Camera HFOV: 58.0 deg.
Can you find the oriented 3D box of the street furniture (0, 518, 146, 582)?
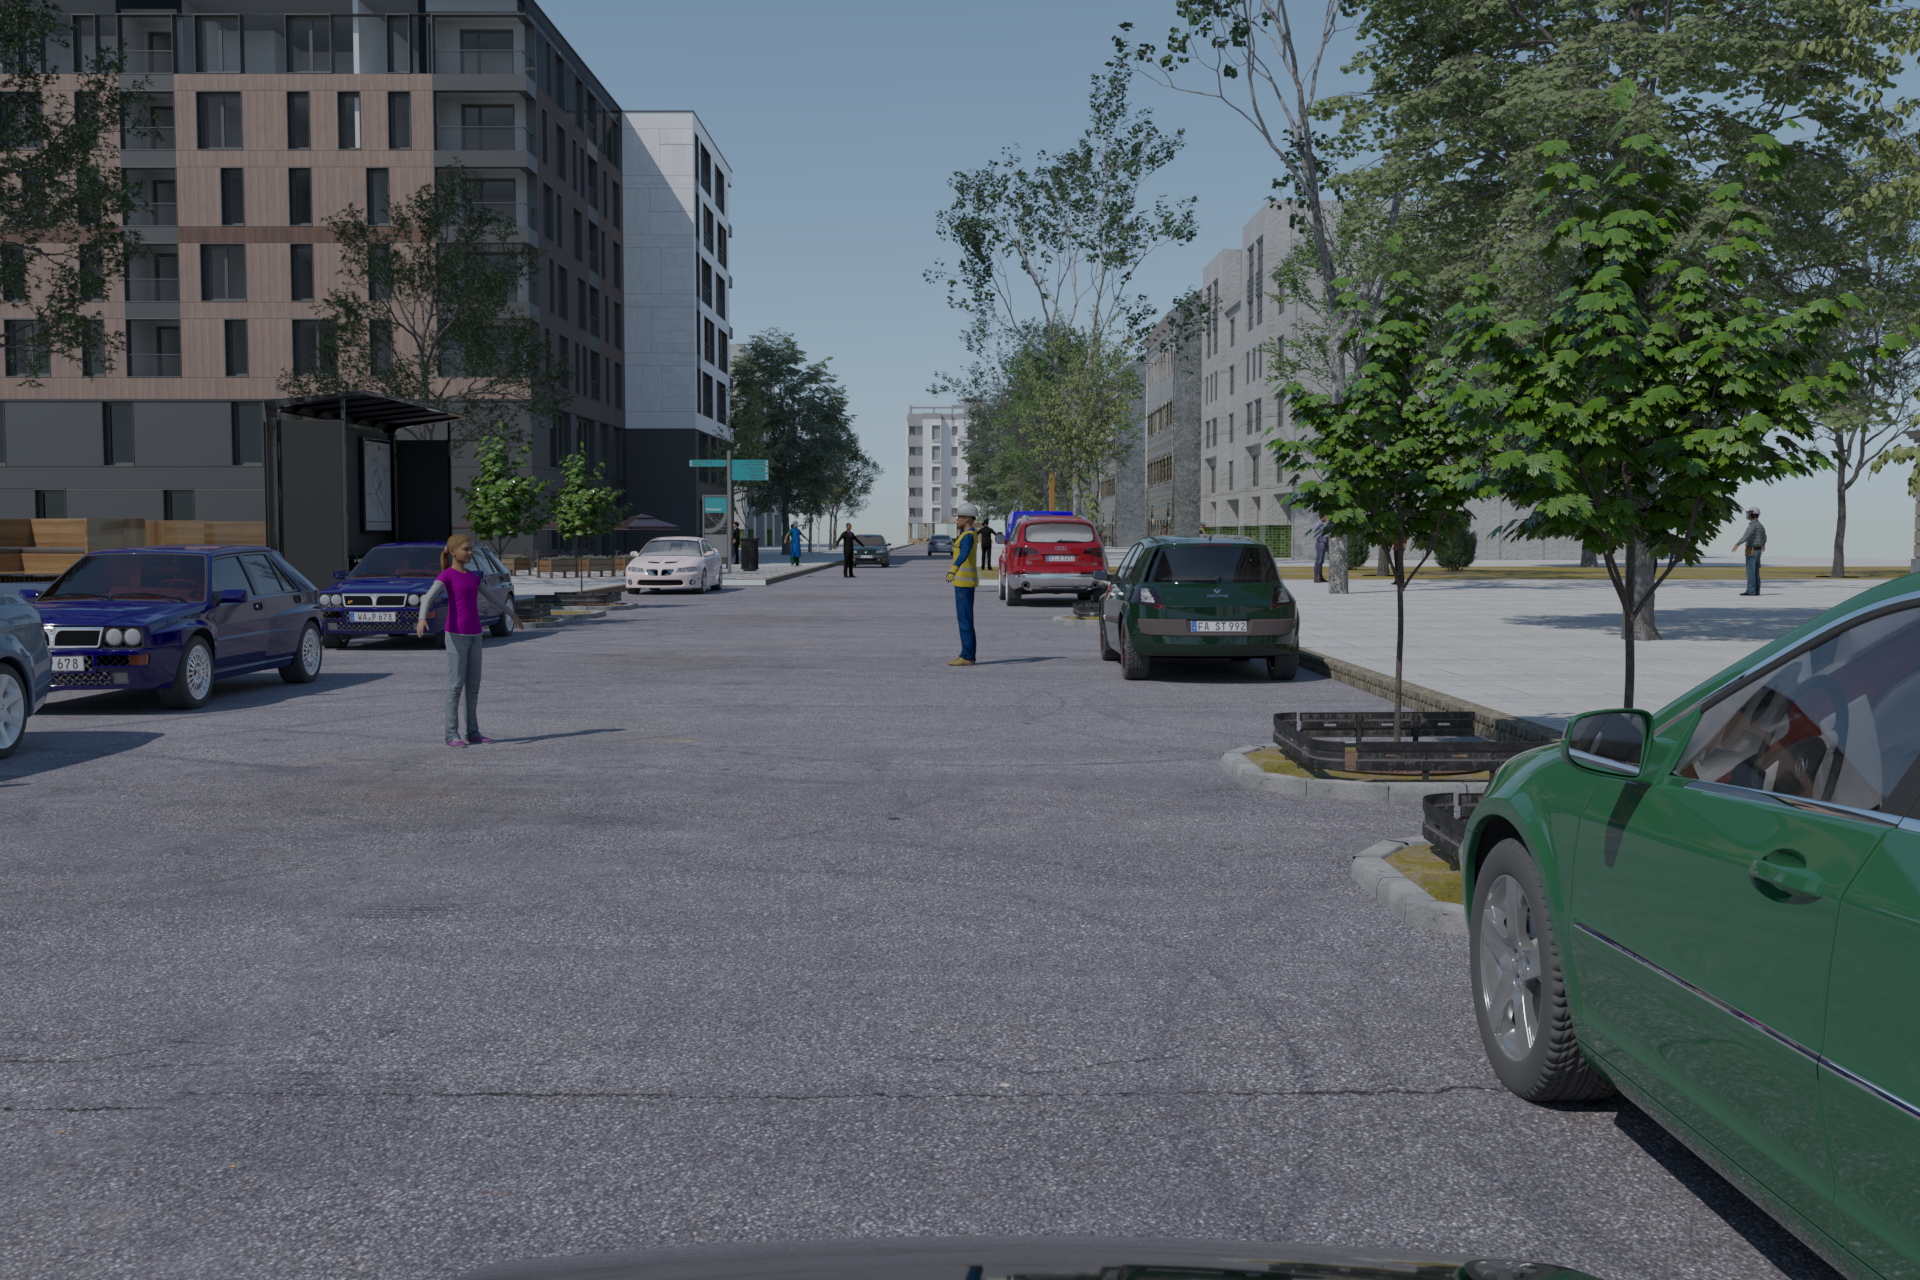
[{"bbox_3d":[-26.797,-2.648,50.143,11.010,1.723,9.812,2,4,26],"label":"street furniture"}]

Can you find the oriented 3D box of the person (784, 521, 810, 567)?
[{"bbox_3d":[-6.467,-3.805,68.336,0.704,1.817,1.347,3,5,42],"label":"person"}]

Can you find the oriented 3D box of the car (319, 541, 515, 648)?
[{"bbox_3d":[-7.145,-0.634,22.954,1.945,1.354,3.894,0,4,0],"label":"car"}]

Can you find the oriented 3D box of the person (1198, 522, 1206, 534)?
[{"bbox_3d":[10.683,-4.286,76.050,0.705,1.833,1.349,1,4,22],"label":"person"}]

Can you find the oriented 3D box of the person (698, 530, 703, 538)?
[{"bbox_3d":[-10.828,-4.141,73.841,0.704,1.812,1.346,2,4,33],"label":"person"}]

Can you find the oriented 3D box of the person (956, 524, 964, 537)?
[{"bbox_3d":[0.047,-2.106,42.663,0.705,1.856,1.354,0,4,2],"label":"person"}]

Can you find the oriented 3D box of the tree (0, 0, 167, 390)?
[{"bbox_3d":[-13.110,-5.260,20.419,7.601,10.594,8.767,-1,4,-14],"label":"tree"}]

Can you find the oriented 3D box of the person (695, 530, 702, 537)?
[{"bbox_3d":[-11.543,-4.460,78.775,1.347,1.847,0.705,1,4,10],"label":"person"}]

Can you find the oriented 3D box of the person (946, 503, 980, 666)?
[{"bbox_3d":[-0.016,-0.614,18.967,0.721,1.772,1.216,0,4,7],"label":"person"}]

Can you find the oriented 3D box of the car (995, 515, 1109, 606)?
[{"bbox_3d":[1.889,-1.671,35.988,2.281,1.827,5.304,0,4,-1],"label":"car"}]

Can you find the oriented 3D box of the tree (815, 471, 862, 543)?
[{"bbox_3d":[-16.932,-18.677,239.786,7.601,10.594,8.767,0,4,-2],"label":"tree"}]

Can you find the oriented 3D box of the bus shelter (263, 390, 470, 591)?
[{"bbox_3d":[-10.549,-2.448,31.315,1.731,3.624,6.357,0,4,0],"label":"bus shelter"}]

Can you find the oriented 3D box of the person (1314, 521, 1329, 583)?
[{"bbox_3d":[9.616,-2.425,45.568,0.599,1.838,0.709,2,4,24],"label":"person"}]

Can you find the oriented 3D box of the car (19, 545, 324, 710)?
[{"bbox_3d":[-7.084,-0.170,15.361,1.945,1.354,3.894,0,4,0],"label":"car"}]

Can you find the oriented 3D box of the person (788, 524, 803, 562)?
[{"bbox_3d":[-7.344,-4.309,77.178,0.721,1.740,1.216,-2,4,-34],"label":"person"}]

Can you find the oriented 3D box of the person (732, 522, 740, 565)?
[{"bbox_3d":[-9.451,-4.086,72.997,0.705,1.806,1.347,0,4,-7],"label":"person"}]

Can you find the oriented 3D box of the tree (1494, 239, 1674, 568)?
[{"bbox_3d":[24.138,-9.765,66.313,9.857,13.997,8.962,0,3,0],"label":"tree"}]

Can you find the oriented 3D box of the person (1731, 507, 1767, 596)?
[{"bbox_3d":[16.464,-1.845,36.012,1.345,1.849,0.704,-3,5,-40],"label":"person"}]

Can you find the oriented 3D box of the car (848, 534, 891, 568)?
[{"bbox_3d":[-3.951,-3.979,74.837,2.009,1.686,4.222,0,4,0],"label":"car"}]

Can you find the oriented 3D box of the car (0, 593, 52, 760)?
[{"bbox_3d":[-6.934,0.139,9.732,2.014,1.417,4.499,0,3,0],"label":"car"}]

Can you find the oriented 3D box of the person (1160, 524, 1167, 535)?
[{"bbox_3d":[9.488,-4.573,81.577,0.721,1.733,1.217,1,4,13],"label":"person"}]

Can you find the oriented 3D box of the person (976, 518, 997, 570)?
[{"bbox_3d":[0.948,-3.397,61.481,1.347,1.837,0.705,1,4,17],"label":"person"}]

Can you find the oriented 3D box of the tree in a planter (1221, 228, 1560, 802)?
[{"bbox_3d":[2.598,-0.792,10.168,1.991,3.239,1.994,0,3,0],"label":"tree in a planter"}]

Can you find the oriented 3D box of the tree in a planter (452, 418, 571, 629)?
[{"bbox_3d":[-7.172,-1.819,26.962,1.991,3.239,1.994,0,4,-1],"label":"tree in a planter"}]

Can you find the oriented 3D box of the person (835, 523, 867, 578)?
[{"bbox_3d":[-3.637,-2.948,56.879,1.346,1.802,0.704,-3,5,-45],"label":"person"}]

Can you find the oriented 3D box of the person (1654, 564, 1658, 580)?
[{"bbox_3d":[10.343,-1.034,26.146,0.628,1.438,0.799,-1,4,-12],"label":"person"}]

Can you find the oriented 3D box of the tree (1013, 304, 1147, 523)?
[{"bbox_3d":[3.942,-6.384,54.740,4.737,8.622,4.395,0,3,0],"label":"tree"}]

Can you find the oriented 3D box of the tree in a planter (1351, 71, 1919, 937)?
[{"bbox_3d":[2.624,-0.582,6.743,1.991,3.239,1.994,0,4,0],"label":"tree in a planter"}]

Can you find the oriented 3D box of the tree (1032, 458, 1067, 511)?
[{"bbox_3d":[13.415,-19.843,242.559,7.486,12.596,7.792,0,3,0],"label":"tree"}]

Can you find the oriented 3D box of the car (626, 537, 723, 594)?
[{"bbox_3d":[-7.017,-1.866,42.872,2.083,1.381,4.827,0,4,0],"label":"car"}]

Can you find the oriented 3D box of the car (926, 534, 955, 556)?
[{"bbox_3d":[-1.282,-6.348,115.794,2.014,1.417,4.499,0,4,0],"label":"car"}]

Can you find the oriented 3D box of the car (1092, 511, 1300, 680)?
[{"bbox_3d":[2.450,-0.526,18.394,2.009,1.686,4.222,0,3,0],"label":"car"}]

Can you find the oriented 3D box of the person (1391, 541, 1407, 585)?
[{"bbox_3d":[10.988,-2.251,43.605,0.721,1.729,1.215,0,4,-6],"label":"person"}]

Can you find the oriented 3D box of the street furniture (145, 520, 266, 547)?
[{"bbox_3d":[-26.923,-3.294,60.707,11.010,1.723,9.812,-1,4,-21],"label":"street furniture"}]

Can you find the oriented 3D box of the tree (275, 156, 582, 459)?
[{"bbox_3d":[-12.727,-6.584,42.060,7.601,10.594,8.767,-3,4,-37],"label":"tree"}]

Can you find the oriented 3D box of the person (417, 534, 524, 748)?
[{"bbox_3d":[-3.315,0.001,11.712,0.599,1.433,0.991,2,4,27],"label":"person"}]

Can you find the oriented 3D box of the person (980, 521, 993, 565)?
[{"bbox_3d":[1.043,-3.948,70.735,0.705,1.806,1.347,-1,4,-18],"label":"person"}]

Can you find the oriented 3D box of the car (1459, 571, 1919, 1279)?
[{"bbox_3d":[2.327,0.537,3.017,2.131,1.459,4.920,0,4,-1],"label":"car"}]

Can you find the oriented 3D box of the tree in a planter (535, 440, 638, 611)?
[{"bbox_3d":[-7.243,-2.191,33.047,1.991,3.239,1.994,0,4,0],"label":"tree in a planter"}]

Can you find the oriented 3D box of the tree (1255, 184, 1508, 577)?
[{"bbox_3d":[12.793,-7.729,52.120,9.928,11.665,9.643,0,3,0],"label":"tree"}]
